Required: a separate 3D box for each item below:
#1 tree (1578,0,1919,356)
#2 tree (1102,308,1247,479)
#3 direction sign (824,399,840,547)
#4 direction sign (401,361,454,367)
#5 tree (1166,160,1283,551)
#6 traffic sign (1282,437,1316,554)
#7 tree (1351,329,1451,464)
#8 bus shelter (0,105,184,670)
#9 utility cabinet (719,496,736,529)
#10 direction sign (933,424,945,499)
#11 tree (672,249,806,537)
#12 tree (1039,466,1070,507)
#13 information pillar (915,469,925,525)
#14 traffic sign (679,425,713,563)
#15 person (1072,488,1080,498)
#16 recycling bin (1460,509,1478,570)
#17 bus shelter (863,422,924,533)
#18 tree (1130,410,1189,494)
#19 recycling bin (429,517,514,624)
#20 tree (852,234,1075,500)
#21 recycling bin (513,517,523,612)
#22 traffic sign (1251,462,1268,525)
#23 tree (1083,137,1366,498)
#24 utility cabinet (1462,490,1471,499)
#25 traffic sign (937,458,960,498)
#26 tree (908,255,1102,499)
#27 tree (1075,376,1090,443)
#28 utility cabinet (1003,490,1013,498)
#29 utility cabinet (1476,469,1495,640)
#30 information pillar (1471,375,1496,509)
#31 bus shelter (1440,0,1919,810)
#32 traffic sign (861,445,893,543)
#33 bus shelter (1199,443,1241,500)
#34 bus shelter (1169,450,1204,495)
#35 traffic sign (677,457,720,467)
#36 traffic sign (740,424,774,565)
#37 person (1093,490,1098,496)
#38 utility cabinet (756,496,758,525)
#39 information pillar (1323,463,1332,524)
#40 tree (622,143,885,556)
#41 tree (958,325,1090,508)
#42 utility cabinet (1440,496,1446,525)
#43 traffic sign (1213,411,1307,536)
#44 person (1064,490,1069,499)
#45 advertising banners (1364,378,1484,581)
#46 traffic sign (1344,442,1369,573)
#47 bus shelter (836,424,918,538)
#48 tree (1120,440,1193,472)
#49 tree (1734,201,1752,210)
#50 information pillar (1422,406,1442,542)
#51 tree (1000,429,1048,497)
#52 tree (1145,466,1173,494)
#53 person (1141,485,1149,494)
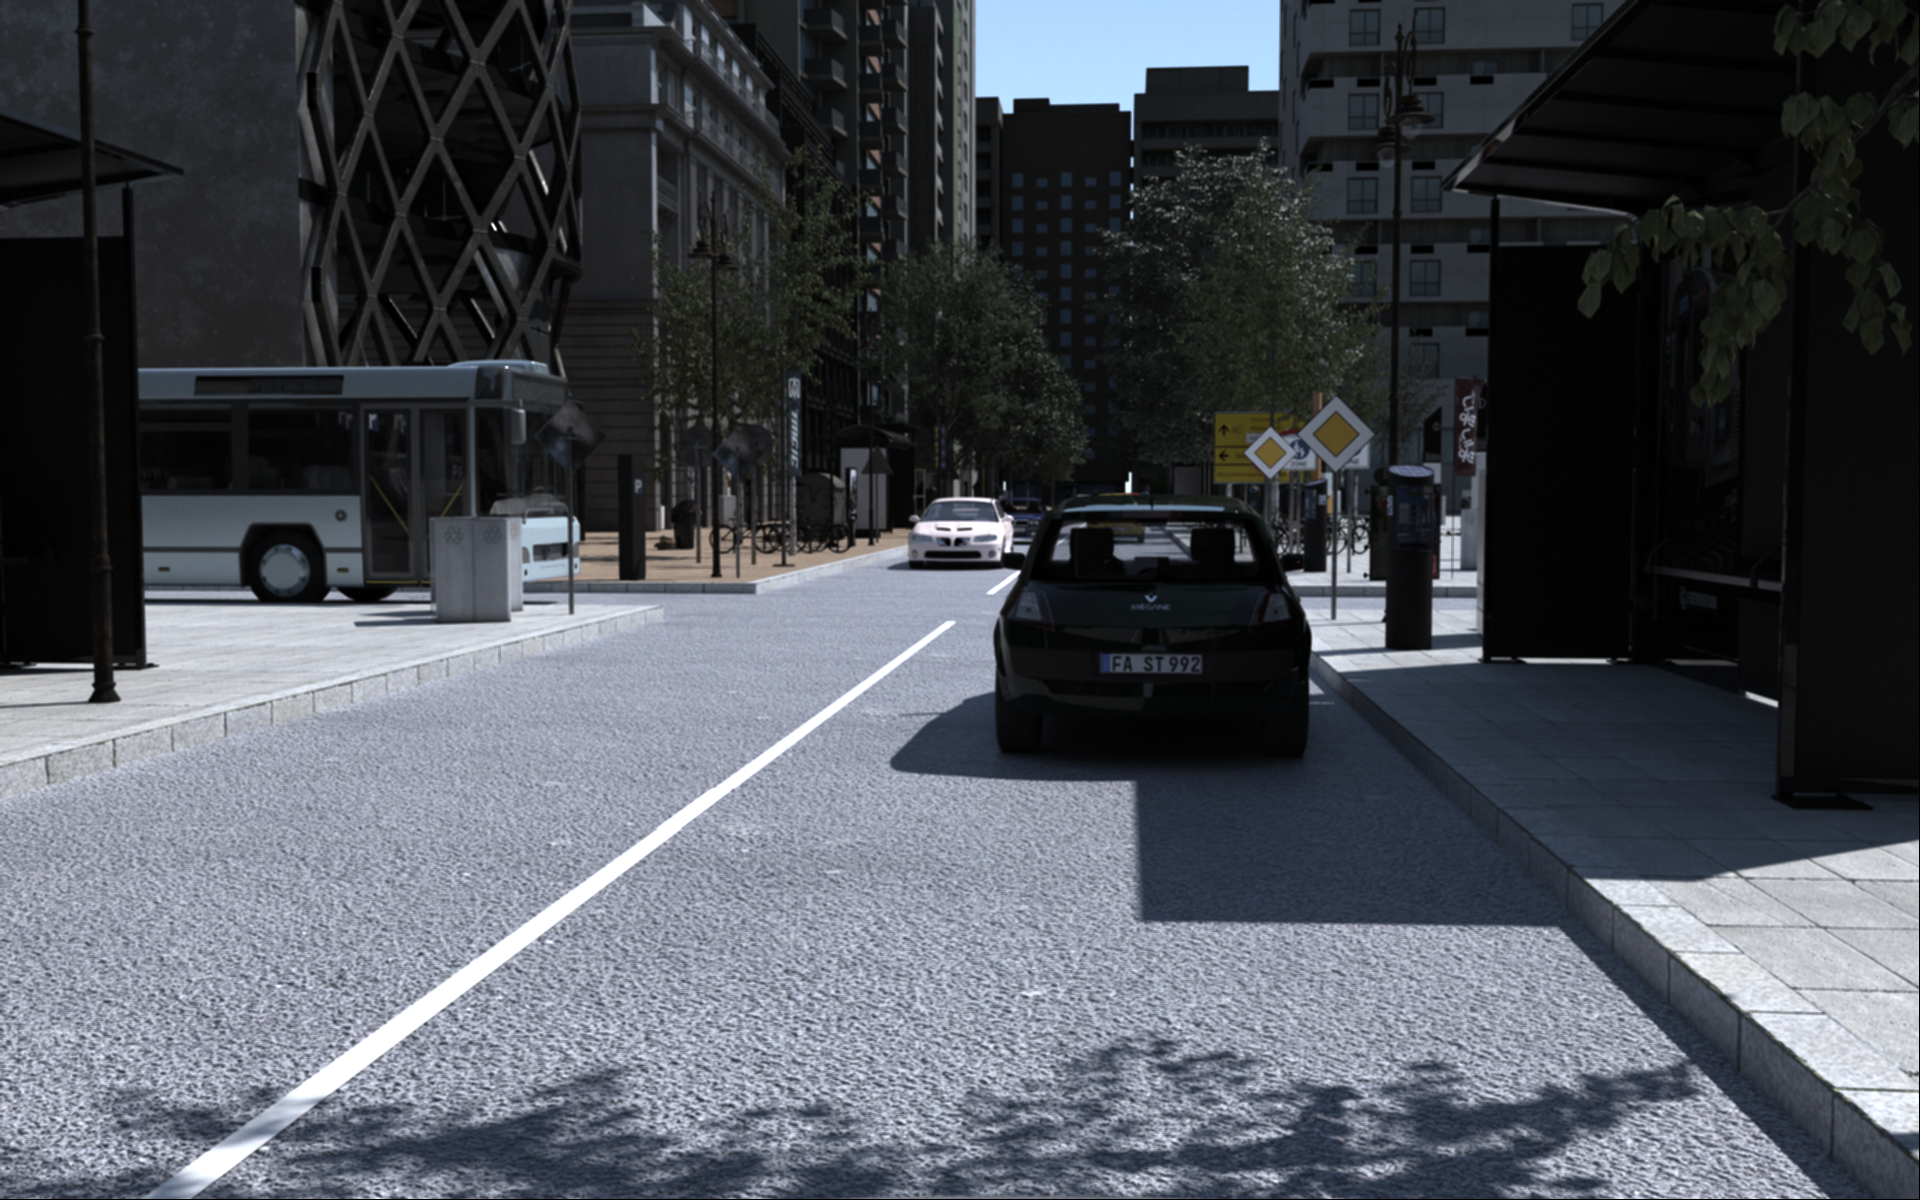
[{"bbox_3d":[3.154,-3.284,4.049,4.737,8.622,4.395,0,3,0],"label":"tree"},{"bbox_3d":[12.601,-11.192,100.004,9.611,12.733,9.660,0,3,0],"label":"tree"},{"bbox_3d":[-3.109,-3.052,41.904,0.379,3.537,0.876,-1,4,-20],"label":"direction sign"},{"bbox_3d":[-9.099,-2.307,29.718,0.876,3.537,0.379,-2,4,-24],"label":"direction sign"},{"bbox_3d":[7.350,-5.411,38.832,4.737,8.622,4.395,0,3,0],"label":"tree"},{"bbox_3d":[5.914,-1.720,30.258,0.606,2.300,0.079,1,4,12],"label":"traffic sign"},{"bbox_3d":[19.464,-7.727,76.701,4.360,8.622,3.978,0,3,0],"label":"tree"},{"bbox_3d":[-6.753,-1.123,9.650,1.731,3.624,6.357,0,4,5],"label":"bus shelter"},{"bbox_3d":[-8.597,-3.253,64.341,0.306,1.237,1.020,2,4,29],"label":"utility cabinet"},{"bbox_3d":[-0.667,-3.915,56.008,0.379,3.537,0.876,1,4,23],"label":"direction sign"},{"bbox_3d":[-6.555,-6.200,51.727,4.360,8.622,3.978,0,3,0],"label":"tree"},{"bbox_3d":[9.570,-11.894,178.172,4.285,4.588,4.351,0,3,0],"label":"tree"},{"bbox_3d":[-1.178,-2.850,51.090,0.304,2.012,0.304,0,4,1],"label":"information pillar"},{"bbox_3d":[-4.868,-1.961,32.174,0.768,2.556,0.104,1,4,11],"label":"traffic sign"},{"bbox_3d":[6.654,-5.546,99.349,0.590,1.801,0.661,1,4,11],"label":"person"},{"bbox_3d":[8.963,-1.028,29.363,0.722,1.027,0.722,3,5,40],"label":"recycling bin"},{"bbox_3d":[-2.426,-4.174,59.527,1.731,3.624,6.357,0,4,5],"label":"bus shelter"},{"bbox_3d":[16.316,-13.021,138.642,9.928,11.665,9.643,0,3,0],"label":"tree"},{"bbox_3d":[-4.961,-0.305,17.545,0.722,1.027,0.722,-1,4,-21],"label":"recycling bin"},{"bbox_3d":[-0.805,-8.785,69.394,9.928,11.665,9.643,0,3,0],"label":"tree"},{"bbox_3d":[-5.264,-0.386,18.858,0.722,1.027,0.722,2,4,28],"label":"recycling bin"},{"bbox_3d":[7.440,-2.569,42.115,0.768,2.556,0.104,1,4,14],"label":"traffic sign"},{"bbox_3d":[9.352,-9.460,61.330,9.857,13.997,8.962,0,3,0],"label":"tree"},{"bbox_3d":[28.450,-5.343,96.032,1.173,1.500,0.318,1,4,19],"label":"utility cabinet"},{"bbox_3d":[-0.412,-3.858,63.076,0.884,2.594,0.081,1,4,14],"label":"traffic sign"},{"bbox_3d":[1.588,-10.174,83.358,9.611,12.733,9.660,0,3,0],"label":"tree"},{"bbox_3d":[5.340,-12.059,122.920,9.928,11.665,9.643,0,3,0],"label":"tree"},{"bbox_3d":[2.651,-5.631,100.753,0.318,1.500,1.173,2,4,32],"label":"utility cabinet"},{"bbox_3d":[4.788,-0.406,15.320,0.318,1.500,1.173,1,4,12],"label":"utility cabinet"},{"bbox_3d":[10.272,-2.607,33.976,0.504,3.616,0.183,1,4,22],"label":"information pillar"},{"bbox_3d":[4.195,-1.148,10.053,1.731,3.624,6.357,0,4,5],"label":"bus shelter"},{"bbox_3d":[-2.186,-2.791,45.638,0.884,2.594,0.081,1,4,15],"label":"traffic sign"},{"bbox_3d":[11.113,-5.787,72.243,2.179,5.291,8.768,0,4,5],"label":"bus shelter"},{"bbox_3d":[10.909,-5.375,81.811,2.014,3.302,5.546,0,4,6],"label":"bus shelter"},{"bbox_3d":[-5.082,-2.055,33.609,0.884,2.594,0.081,1,4,14],"label":"traffic sign"},{"bbox_3d":[-3.755,-1.917,31.455,0.768,2.556,0.104,1,4,15],"label":"traffic sign"},{"bbox_3d":[12.182,-8.906,154.638,1.217,1.766,0.721,2,4,24],"label":"person"},{"bbox_3d":[-7.527,-3.188,63.289,0.306,1.237,1.020,0,4,-6],"label":"utility cabinet"},{"bbox_3d":[14.204,-4.622,66.918,0.504,3.616,0.183,-3,5,-42],"label":"information pillar"},{"bbox_3d":[-3.719,-5.232,35.898,4.737,8.622,4.395,0,3,0],"label":"tree"},{"bbox_3d":[2.559,-11.202,101.278,7.486,12.596,7.792,0,3,0],"label":"tree"},{"bbox_3d":[19.611,-3.703,71.703,0.306,1.237,1.020,-3,4,-38],"label":"utility cabinet"},{"bbox_3d":[7.350,-2.978,42.561,2.265,3.308,0.079,1,4,13],"label":"traffic sign"},{"bbox_3d":[7.290,-6.559,116.563,0.721,1.723,1.217,1,4,8],"label":"person"},{"bbox_3d":[6.971,-1.820,25.941,2.074,3.025,0.090,-1,4,-21],"label":"advertising banners"},{"bbox_3d":[6.325,-1.589,28.110,0.606,2.300,0.079,0,4,6],"label":"traffic sign"},{"bbox_3d":[-2.616,-3.612,52.986,2.014,3.302,5.546,0,4,6],"label":"bus shelter"},{"bbox_3d":[17.386,-13.128,149.060,7.601,10.594,8.767,2,4,27],"label":"tree"},{"bbox_3d":[22.227,-7.317,45.396,9.928,11.665,9.643,0,3,0],"label":"tree"},{"bbox_3d":[12.535,-3.340,45.963,0.504,3.616,0.183,-1,4,-10],"label":"information pillar"},{"bbox_3d":[4.338,-9.957,113.156,4.360,8.622,3.978,0,3,0],"label":"tree"},{"bbox_3d":[13.583,-7.446,116.337,1.663,3.219,1.824,0,3,0],"label":"tree"},{"bbox_3d":[7.357,-3.673,68.897,0.444,1.785,0.601,-2,4,-31],"label":"person"}]
